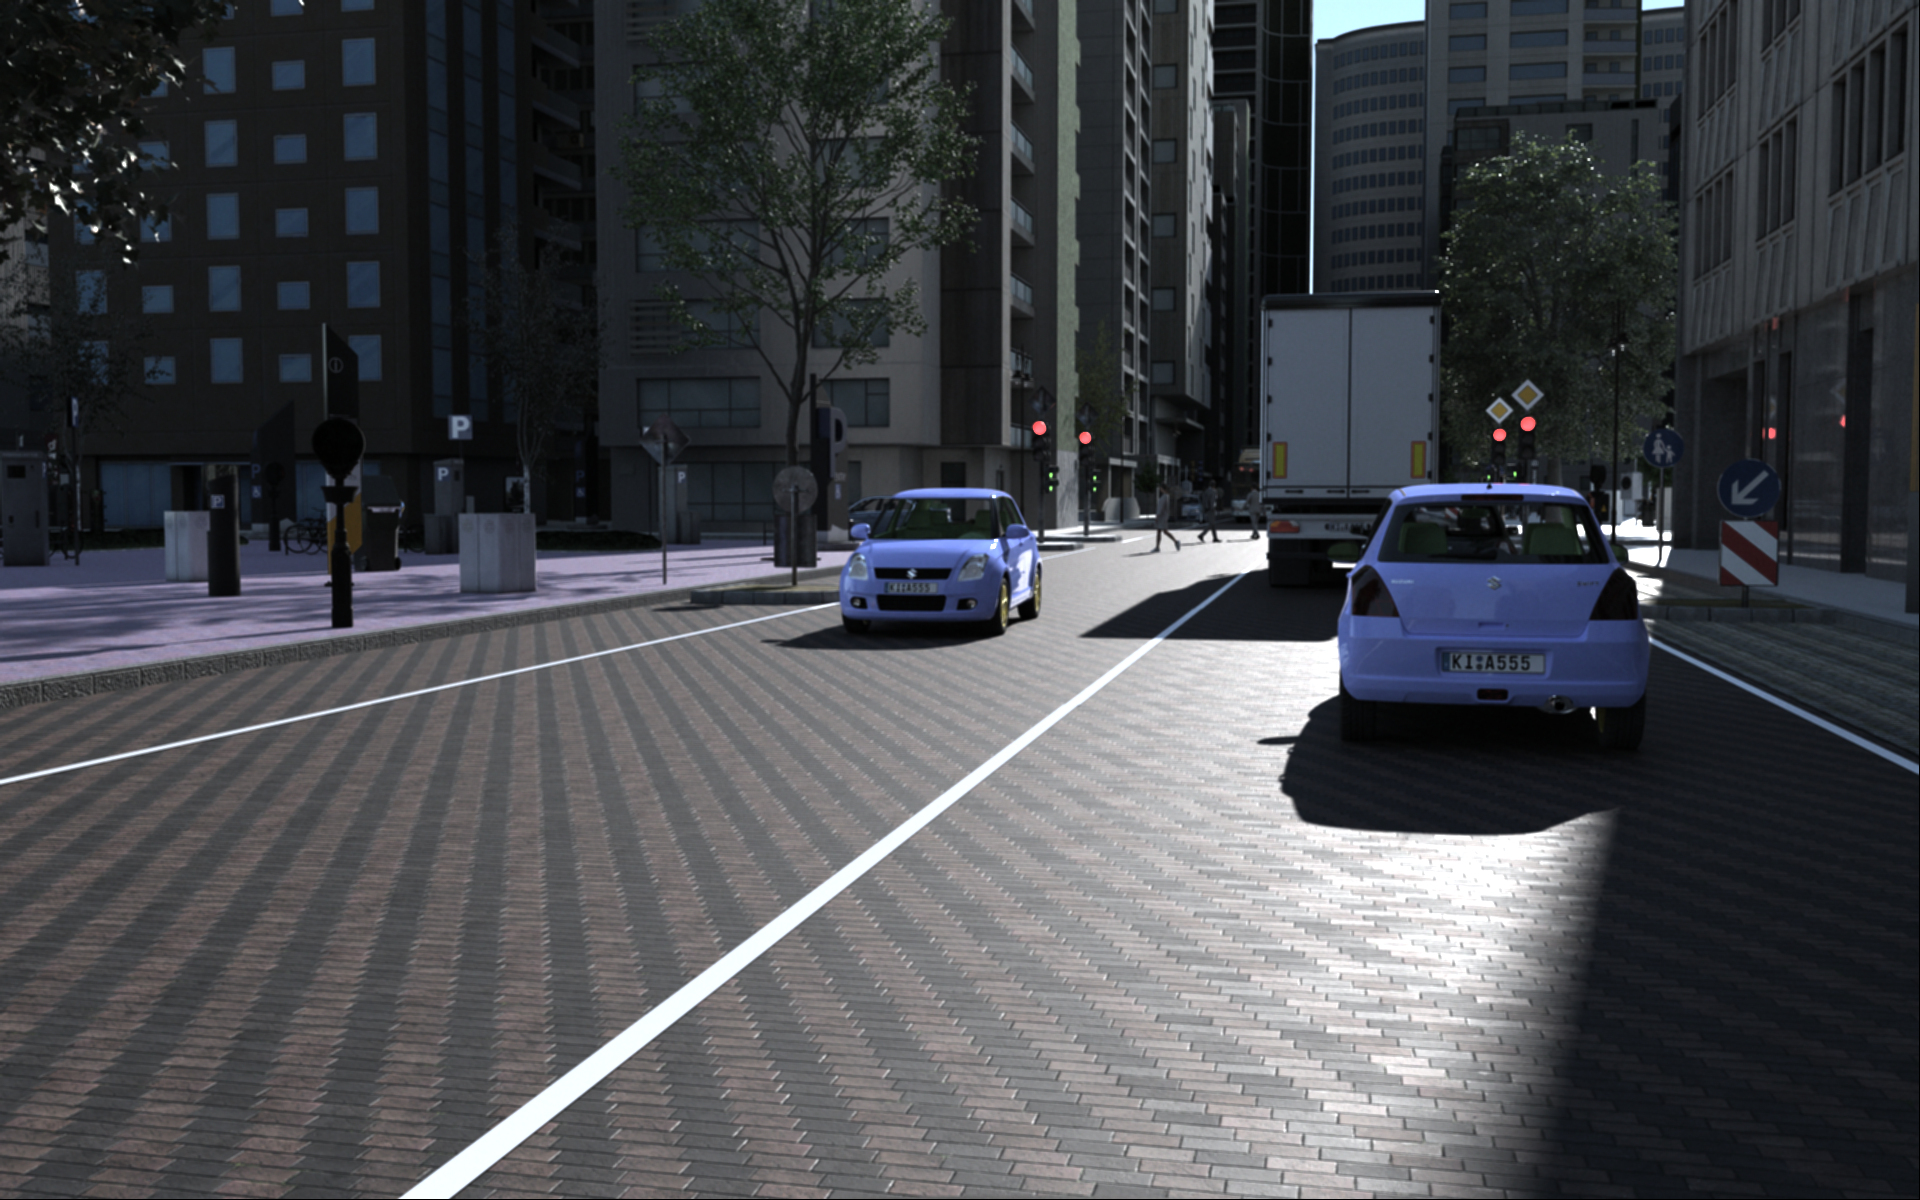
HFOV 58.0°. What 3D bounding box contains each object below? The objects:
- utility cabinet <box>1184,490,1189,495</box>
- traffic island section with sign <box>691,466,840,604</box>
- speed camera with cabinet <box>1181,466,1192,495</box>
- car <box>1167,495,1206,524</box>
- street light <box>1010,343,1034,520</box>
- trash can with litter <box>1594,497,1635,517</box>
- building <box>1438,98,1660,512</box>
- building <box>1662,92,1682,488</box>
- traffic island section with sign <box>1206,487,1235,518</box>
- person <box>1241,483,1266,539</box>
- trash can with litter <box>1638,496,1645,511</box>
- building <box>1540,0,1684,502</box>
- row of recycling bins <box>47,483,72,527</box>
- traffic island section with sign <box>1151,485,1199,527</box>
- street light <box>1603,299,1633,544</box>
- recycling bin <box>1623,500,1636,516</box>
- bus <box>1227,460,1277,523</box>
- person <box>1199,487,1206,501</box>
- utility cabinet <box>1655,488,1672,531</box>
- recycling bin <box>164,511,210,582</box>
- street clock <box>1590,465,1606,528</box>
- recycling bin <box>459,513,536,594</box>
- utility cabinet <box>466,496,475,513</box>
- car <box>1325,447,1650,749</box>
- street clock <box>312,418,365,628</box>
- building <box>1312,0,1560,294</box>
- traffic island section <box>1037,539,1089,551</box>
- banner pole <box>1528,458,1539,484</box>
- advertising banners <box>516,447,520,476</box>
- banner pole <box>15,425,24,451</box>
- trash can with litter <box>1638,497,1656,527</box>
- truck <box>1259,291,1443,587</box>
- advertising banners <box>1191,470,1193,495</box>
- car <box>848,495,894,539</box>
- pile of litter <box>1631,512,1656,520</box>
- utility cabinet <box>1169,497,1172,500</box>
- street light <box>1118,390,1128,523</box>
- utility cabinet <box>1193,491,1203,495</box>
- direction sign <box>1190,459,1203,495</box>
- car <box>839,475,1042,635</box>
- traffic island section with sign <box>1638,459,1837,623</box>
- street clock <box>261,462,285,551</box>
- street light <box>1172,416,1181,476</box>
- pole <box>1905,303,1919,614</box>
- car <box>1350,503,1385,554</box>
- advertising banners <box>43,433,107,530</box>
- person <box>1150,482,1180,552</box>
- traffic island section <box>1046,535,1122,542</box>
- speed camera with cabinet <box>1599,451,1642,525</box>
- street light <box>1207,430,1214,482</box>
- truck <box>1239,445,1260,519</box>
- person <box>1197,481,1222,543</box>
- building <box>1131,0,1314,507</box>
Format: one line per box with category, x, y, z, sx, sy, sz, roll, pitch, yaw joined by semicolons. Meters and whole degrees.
utility cabinet;13.667;-5.850;104.330;0.318;1.500;1.173;0;4;6
traffic island section with sign;-2.373;-0.910;23.500;1.989;1.847;2.006;1;4;13
speed camera with cabinet;16.518;-7.752;121.078;2.038;3.252;0.660;1;4;22
car;11.065;-4.448;84.725;2.014;1.417;4.499;1;4;13
street light;1.921;-4.928;53.361;0.468;5.910;1.993;1;4;13
trash can with litter;33.107;-4.761;88.902;2.233;1.210;1.678;-2;4;-31
building;44.232;-21.987;131.182;14.160;30.474;14.107;1;4;13
building;82.360;-32.449;180.659;14.200;45.320;14.600;1;4;13
traffic island section with sign;15.503;-5.805;103.538;1.989;1.847;2.006;1;4;13
person;9.327;-2.818;54.849;0.678;1.792;0.850;-1;4;-18
trash can with litter;38.156;-5.333;98.244;2.233;1.210;1.678;0;4;2
building;85.707;-40.758;208.390;28.212;58.520;21.231;1;4;13
row of recycling bins;-36.025;-3.738;68.234;3.534;1.692;1.069;2;4;26
traffic island section with sign;9.634;-4.196;77.227;1.989;1.847;2.006;1;4;13
street light;15.587;-4.181;41.147;0.468;5.910;1.993;1;4;13
recycling bin;39.493;-5.478;102.116;0.722;1.027;0.722;1;4;17
bus;15.757;-5.799;89.680;2.948;3.499;13.247;1;4;13
person;12.794;-5.020;90.849;0.520;1.790;0.573;1;4;15
utility cabinet;24.190;-3.065;58.786;1.173;1.500;0.318;-1;4;-19
recycling bin;-11.232;-0.797;25.593;0.722;1.027;0.722;3;4;36
street clock;15.775;-2.342;42.858;0.358;2.002;0.471;0;4;-1
recycling bin;-6.059;-0.621;22.703;0.722;1.027;0.722;2;4;26
utility cabinet;-32.034;-6.232;113.051;1.020;1.237;0.306;3;4;36
car;3.330;-0.096;11.160;1.945;1.707;3.694;1;4;13
street clock;-5.959;-0.739;16.657;0.471;2.002;0.358;-1;4;-16
building;57.978;-41.111;214.157;28.212;58.520;21.231;1;4;13
traffic island section;2.090;-1.391;45.025;2.009;0.180;2.903;1;4;13
banner pole;35.157;-7.124;106.497;0.863;3.779;0.401;0;4;6
advertising banners;-16.634;-4.184;64.602;0.090;3.025;2.074;-2;4;-25
banner pole;-33.983;-4.444;62.680;0.401;3.779;0.863;-3;5;-44
trash can with litter;27.009;-3.428;67.431;1.055;1.170;0.624;0;4;0
truck;6.611;-2.491;29.641;2.839;4.237;11.283;1;4;12
advertising banners;14.601;-6.905;109.091;0.090;3.025;2.074;0;4;8
car;-2.435;-2.335;50.174;4.499;1.417;2.014;1;4;11
pile of litter;33.648;-4.337;84.870;1.719;0.858;1.176;-1;4;-10
utility cabinet;13.286;-6.013;109.481;0.306;1.237;1.020;-1;4;-15
street light;7.220;-6.382;77.133;0.468;5.910;1.993;1;4;13
utility cabinet;16.780;-6.813;120.070;1.173;1.500;0.318;1;4;23
direction sign;15.362;-7.382;112.697;0.876;3.537;0.379;-1;4;-14
car;-0.148;-0.568;18.872;1.945;1.707;3.694;1;4;11
traffic island section with sign;8.898;-0.707;20.185;1.989;1.847;2.006;1;4;13
street clock;-15.435;-2.103;38.960;0.358;2.002;0.471;3;5;42
street light;12.602;-7.850;101.135;0.468;5.910;1.993;1;4;13
pole;10.302;-1.512;18.560;0.158;3.312;0.155;0;3;0
car;5.694;-0.671;20.755;2.009;1.686;4.222;1;4;13
advertising banners;-25.822;-3.324;50.539;0.090;3.025;2.074;1;4;23
person;5.059;-2.050;42.768;0.760;1.731;0.466;-1;4;-21
traffic island section;3.831;-1.868;52.819;2.009;0.180;2.903;1;4;13
speed camera with cabinet;27.554;-4.775;72.400;0.660;3.252;2.038;-1;4;-22
street light;18.096;-9.335;125.422;0.468;5.910;1.993;1;4;13
truck;17.859;-6.915;101.970;2.839;4.237;11.283;1;4;13
person;7.424;-2.610;51.268;0.850;1.850;0.679;-1;4;-17
building;33.663;-47.739;218.788;20.611;71.187;20.563;1;4;13
